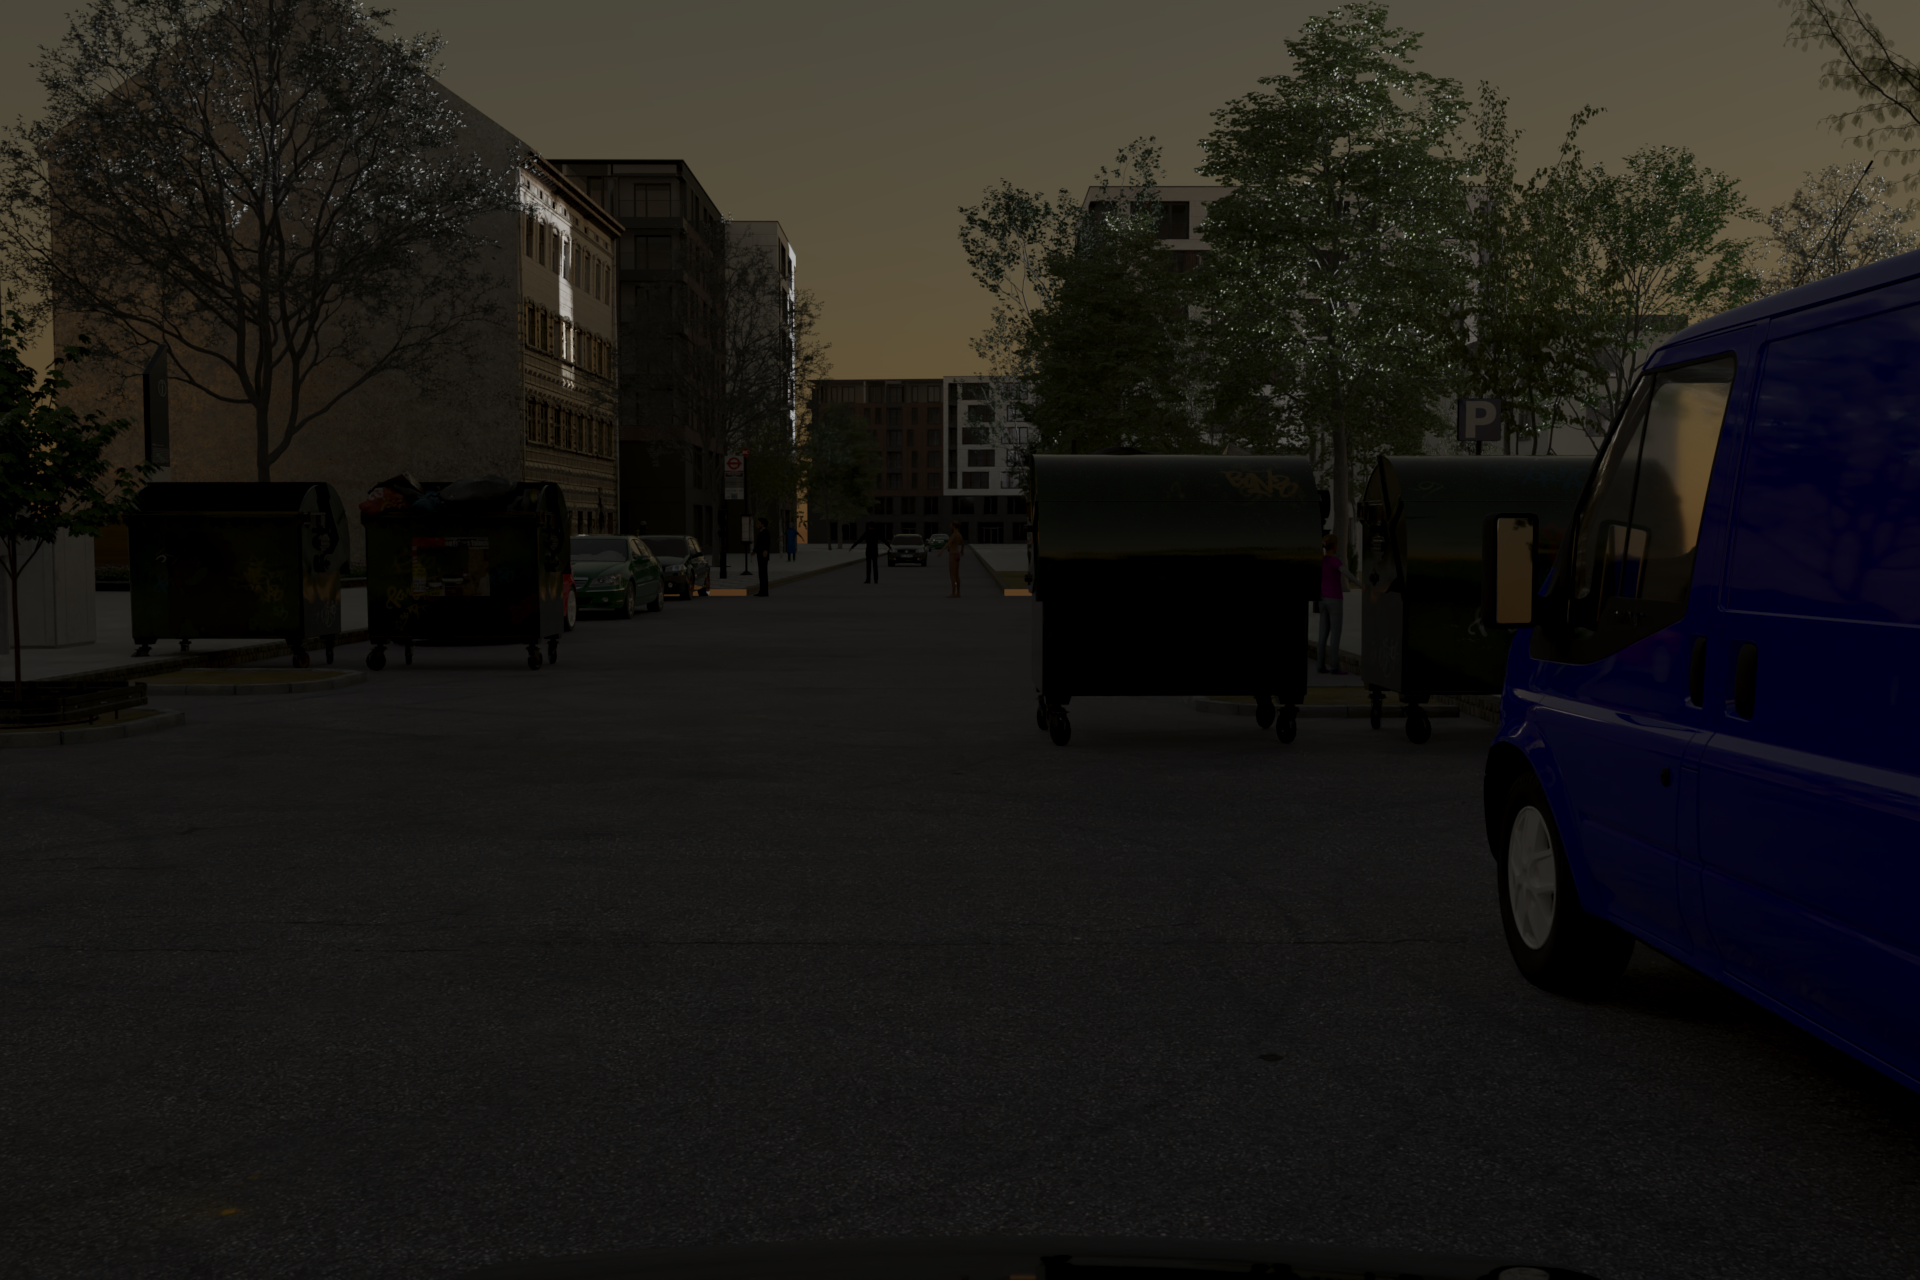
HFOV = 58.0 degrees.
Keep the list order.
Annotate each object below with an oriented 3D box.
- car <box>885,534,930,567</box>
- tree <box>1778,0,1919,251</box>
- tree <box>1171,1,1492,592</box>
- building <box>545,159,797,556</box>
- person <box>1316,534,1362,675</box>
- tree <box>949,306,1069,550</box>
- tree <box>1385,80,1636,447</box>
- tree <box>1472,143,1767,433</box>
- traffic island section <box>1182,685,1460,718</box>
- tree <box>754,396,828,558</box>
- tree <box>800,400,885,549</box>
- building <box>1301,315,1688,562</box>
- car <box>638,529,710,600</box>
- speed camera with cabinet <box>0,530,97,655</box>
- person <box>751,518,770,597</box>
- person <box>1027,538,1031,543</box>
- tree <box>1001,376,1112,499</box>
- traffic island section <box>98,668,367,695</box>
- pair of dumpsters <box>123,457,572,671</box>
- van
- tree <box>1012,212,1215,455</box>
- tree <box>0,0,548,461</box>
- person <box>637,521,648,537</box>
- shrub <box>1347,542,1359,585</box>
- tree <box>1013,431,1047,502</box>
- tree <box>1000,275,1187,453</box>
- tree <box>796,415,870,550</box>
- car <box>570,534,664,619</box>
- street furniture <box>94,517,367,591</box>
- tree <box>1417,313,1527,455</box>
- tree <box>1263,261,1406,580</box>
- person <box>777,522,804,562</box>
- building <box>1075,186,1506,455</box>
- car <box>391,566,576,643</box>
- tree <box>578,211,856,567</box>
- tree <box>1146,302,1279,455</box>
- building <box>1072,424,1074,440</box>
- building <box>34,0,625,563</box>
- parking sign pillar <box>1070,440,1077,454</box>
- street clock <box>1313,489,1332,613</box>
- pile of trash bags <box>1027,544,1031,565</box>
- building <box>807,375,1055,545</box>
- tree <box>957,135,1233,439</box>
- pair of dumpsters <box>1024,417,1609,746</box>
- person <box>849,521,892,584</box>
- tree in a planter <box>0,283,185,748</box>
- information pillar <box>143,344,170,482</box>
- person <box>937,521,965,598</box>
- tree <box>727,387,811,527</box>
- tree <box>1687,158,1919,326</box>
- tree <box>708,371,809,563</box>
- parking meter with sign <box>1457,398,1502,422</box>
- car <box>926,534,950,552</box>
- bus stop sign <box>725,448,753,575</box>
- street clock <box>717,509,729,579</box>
[{"bbox_3d":[-2.335,-4.135,77.392,2.009,1.686,4.222,0,4,0],"label":"car"},{"bbox_3d":[8.761,-3.790,12.324,4.360,8.622,3.978,0,3,0],"label":"tree"},{"bbox_3d":[8.078,-7.316,37.739,7.486,12.596,7.792,0,3,0],"label":"tree"},{"bbox_3d":[-25.768,-16.329,110.958,27.936,21.610,32.646,0,4,-1],"label":"building"},{"bbox_3d":[3.829,-0.365,17.698,0.599,1.433,0.991,-2,4,-34],"label":"person"},{"bbox_3d":[5.260,-17.608,143.774,12.611,20.169,13.585,0,3,0],"label":"tree"},{"bbox_3d":[9.079,-4.755,28.110,4.737,8.622,4.395,0,3,0],"label":"tree"},{"bbox_3d":[17.488,-7.382,46.445,9.928,11.665,9.643,0,3,0],"label":"tree"},{"bbox_3d":[2.900,0.511,14.506,1.991,0.108,1.994,0,4,0],"label":"traffic island section"},{"bbox_3d":[-9.341,-8.619,91.287,4.737,8.622,4.395,0,3,0],"label":"tree"},{"bbox_3d":[-10.115,-14.004,147.087,7.486,12.596,7.792,0,3,0],"label":"tree"},{"bbox_3d":[23.159,-8.455,80.386,9.099,9.664,28.070,0,4,0],"label":"building"},{"bbox_3d":[-6.660,-1.767,38.684,2.009,1.686,4.222,0,3,0],"label":"car"},{"bbox_3d":[-10.386,-1.521,19.204,0.660,3.252,2.038,0,4,0],"label":"speed camera with cabinet"},{"bbox_3d":[-4.554,-1.904,39.769,0.705,1.806,1.347,-1,4,-19],"label":"person"},{"bbox_3d":[3.391,-4.003,71.590,1.345,1.843,0.704,-2,4,-30],"label":"person"},{"bbox_3d":[5.790,-9.833,95.178,7.601,10.594,8.767,-1,4,-10],"label":"tree"},{"bbox_3d":[-6.769,0.397,16.380,1.991,0.108,1.994,0,3,0],"label":"traffic island section"},{"bbox_3d":[-6.514,-0.833,18.575,4.436,2.255,1.574,0,3,0],"label":"pair of dumpsters"},{"bbox_3d":[2.725,0.041,3.713,2.240,2.365,5.245,0,4,-1],"label":"van"},{"bbox_3d":[5.692,-8.740,61.028,7.486,12.596,7.792,0,3,0],"label":"tree"},{"bbox_3d":[-12.788,-7.428,31.817,12.009,13.543,11.850,0,3,0],"label":"tree"},{"bbox_3d":[-14.018,-4.346,76.837,0.705,1.856,1.354,-2,4,-25],"label":"person"},{"bbox_3d":[9.586,-1.985,43.576,1.383,1.207,1.383,0,3,0],"label":"shrub"},{"bbox_3d":[5.517,-10.520,122.372,4.737,8.622,4.395,0,3,0],"label":"tree"},{"bbox_3d":[5.447,-8.818,69.935,9.928,11.665,9.643,0,3,0],"label":"tree"},{"bbox_3d":[-10.469,-12.284,135.258,7.601,10.594,8.767,1,4,19],"label":"tree"},{"bbox_3d":[-6.439,-1.156,30.695,2.131,1.459,4.920,0,4,0],"label":"car"},{"bbox_3d":[-17.487,-2.067,40.646,11.010,1.723,9.812,0,4,7],"label":"street furniture"},{"bbox_3d":[17.087,-6.486,56.413,4.360,8.622,3.978,0,3,0],"label":"tree"},{"bbox_3d":[10.769,-5.852,46.040,4.360,8.622,3.978,0,3,0],"label":"tree"},{"bbox_3d":[-7.792,-4.513,79.919,1.347,1.817,0.704,1,4,14],"label":"person"},{"bbox_3d":[21.546,-16.776,118.269,27.936,21.610,32.646,0,3,0],"label":"building"},{"bbox_3d":[-6.590,-0.919,24.072,2.155,1.783,4.494,0,4,0],"label":"car"},{"bbox_3d":[-9.484,-9.564,66.734,12.009,13.543,11.850,0,3,0],"label":"tree"},{"bbox_3d":[7.740,-6.318,53.663,4.360,8.622,3.978,0,3,0],"label":"tree"},{"bbox_3d":[24.130,-20.449,178.313,27.936,21.610,32.646,0,4,0],"label":"building"},{"bbox_3d":[-26.408,-15.052,77.027,19.493,23.208,18.063,0,4,1],"label":"building"},{"bbox_3d":[3.383,-3.772,50.148,1.447,3.967,1.447,0,4,0],"label":"parking sign pillar"},{"bbox_3d":[5.845,-1.439,28.095,0.358,2.002,0.471,0,4,0],"label":"street clock"},{"bbox_3d":[2.983,-2.630,52.752,1.912,1.369,3.447,0,4,-2],"label":"pile of trash bags"},{"bbox_3d":[-2.860,-23.856,236.480,32.646,21.610,27.936,0,4,6],"label":"building"},{"bbox_3d":[6.534,-13.843,82.230,12.611,20.169,13.585,0,3,0],"label":"tree"},{"bbox_3d":[2.666,-0.447,12.257,4.436,2.255,1.574,0,4,-1],"label":"pair of dumpsters"},{"bbox_3d":[-2.564,-2.539,50.195,1.346,1.802,0.704,-1,4,-23],"label":"person"},{"bbox_3d":[-6.841,-0.934,12.488,1.991,3.239,1.994,0,4,1],"label":"tree in a planter"},{"bbox_3d":[-9.806,-1.826,21.202,0.183,3.616,0.504,0,4,1],"label":"information pillar"},{"bbox_3d":[-0.189,-1.820,39.010,0.721,1.733,1.217,2,4,26],"label":"person"},{"bbox_3d":[-9.596,-8.261,85.430,4.737,8.622,4.395,0,3,0],"label":"tree"},{"bbox_3d":[28.234,-8.960,56.873,12.009,13.543,11.850,0,3,0],"label":"tree"},{"bbox_3d":[-9.406,-7.702,76.292,4.360,8.622,3.978,0,3,0],"label":"tree"},{"bbox_3d":[6.672,-1.543,21.492,0.543,3.016,1.738,0,4,0],"label":"parking meter with sign"},{"bbox_3d":[-1.636,-7.816,139.582,2.131,1.459,4.920,0,4,-1],"label":"car"},{"bbox_3d":[-6.886,-3.991,53.952,0.855,3.939,0.416,0,4,1],"label":"bus stop sign"},{"bbox_3d":[-6.817,-2.768,49.834,0.358,2.002,0.471,0,4,2],"label":"street clock"}]
